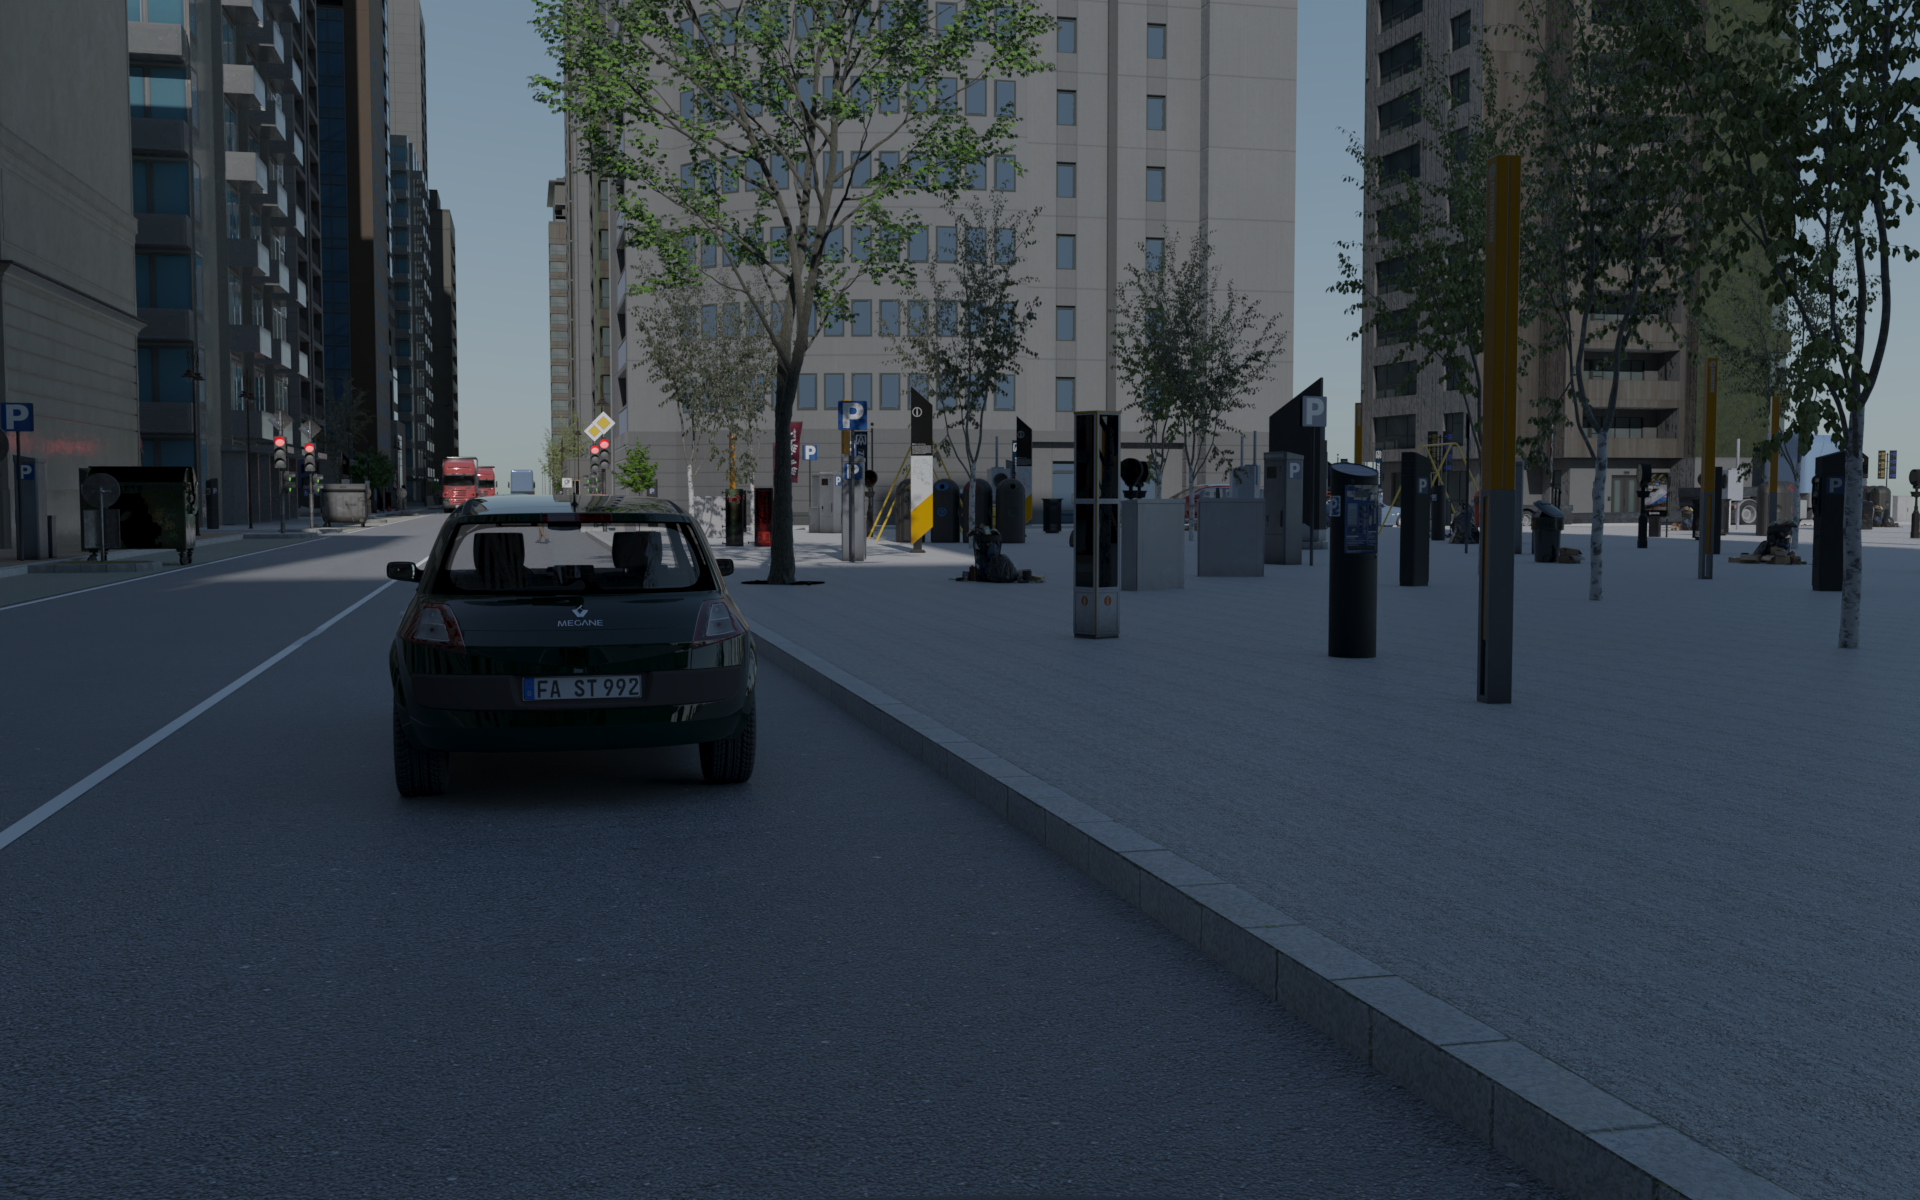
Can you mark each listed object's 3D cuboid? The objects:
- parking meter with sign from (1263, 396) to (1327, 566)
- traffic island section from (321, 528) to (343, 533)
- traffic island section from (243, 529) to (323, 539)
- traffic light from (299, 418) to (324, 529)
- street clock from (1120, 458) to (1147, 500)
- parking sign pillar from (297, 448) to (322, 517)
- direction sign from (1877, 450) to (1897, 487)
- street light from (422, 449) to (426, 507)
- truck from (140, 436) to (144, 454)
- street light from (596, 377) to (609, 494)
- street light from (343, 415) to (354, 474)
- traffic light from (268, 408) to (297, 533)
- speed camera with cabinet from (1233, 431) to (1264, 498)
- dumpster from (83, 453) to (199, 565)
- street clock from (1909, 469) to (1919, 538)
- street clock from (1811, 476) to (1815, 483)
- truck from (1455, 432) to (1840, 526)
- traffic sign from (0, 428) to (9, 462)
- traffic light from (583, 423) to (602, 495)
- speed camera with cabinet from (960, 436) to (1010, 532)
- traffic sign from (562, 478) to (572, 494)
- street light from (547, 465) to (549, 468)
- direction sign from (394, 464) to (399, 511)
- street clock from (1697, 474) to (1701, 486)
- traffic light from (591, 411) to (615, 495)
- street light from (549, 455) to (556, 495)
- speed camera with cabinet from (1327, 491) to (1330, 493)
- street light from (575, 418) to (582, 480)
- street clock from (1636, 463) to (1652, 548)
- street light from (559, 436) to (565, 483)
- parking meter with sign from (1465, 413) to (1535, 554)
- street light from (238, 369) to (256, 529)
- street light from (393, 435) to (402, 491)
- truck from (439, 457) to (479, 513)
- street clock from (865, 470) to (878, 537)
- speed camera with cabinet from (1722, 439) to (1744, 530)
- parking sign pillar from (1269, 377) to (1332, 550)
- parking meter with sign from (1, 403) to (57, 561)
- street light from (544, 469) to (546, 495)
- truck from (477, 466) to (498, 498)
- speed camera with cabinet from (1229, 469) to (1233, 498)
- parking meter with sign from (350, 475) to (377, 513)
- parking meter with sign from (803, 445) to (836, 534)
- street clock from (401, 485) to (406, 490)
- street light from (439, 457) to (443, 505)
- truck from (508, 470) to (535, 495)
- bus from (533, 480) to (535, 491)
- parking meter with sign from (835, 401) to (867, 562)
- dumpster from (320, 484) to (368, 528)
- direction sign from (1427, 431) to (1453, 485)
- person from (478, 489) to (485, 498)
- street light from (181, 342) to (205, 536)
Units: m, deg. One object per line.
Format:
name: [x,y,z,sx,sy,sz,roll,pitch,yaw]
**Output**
parking meter with sign: [5.909,-2.162,31.607,0.543,3.016,1.738,-2,4,-27]
traffic island section: [-24.054,-2.567,64.244,2.009,0.180,2.903,-1,4,-14]
traffic island section: [-22.106,-2.093,56.499,2.009,0.180,2.903,-1,4,-14]
traffic light: [-24.012,-4.599,64.119,0.839,4.253,0.868,-1,4,-14]
street clock: [3.424,-1.846,34.754,0.471,2.002,0.358,1,4,17]
parking sign pillar: [-37.018,-6.722,98.379,1.447,3.967,1.447,1,4,21]
direction sign: [47.896,-5.965,89.524,0.876,3.537,0.379,1,4,14]
street light: [-53.836,-12.320,174.218,0.468,5.910,1.993,-1,4,-14]
truck: [-32.502,-4.187,57.377,11.283,4.237,2.839,-1,4,-12]
street light: [-14.108,-5.842,68.307,0.468,5.910,1.993,-1,4,-14]
street light: [-34.887,-7.715,98.920,0.468,5.910,1.993,-1,4,-14]
traffic light: [-22.065,-4.126,56.374,0.839,4.253,0.868,-1,4,-14]
speed camera with cabinet: [9.311,-3.699,54.807,0.660,3.252,2.038,2,4,24]
dumpster: [-16.409,-1.822,34.735,1.985,2.255,1.502,-1,4,-15]
street clock: [27.672,-2.786,50.118,0.358,2.002,0.471,0,4,-2]
street clock: [32.515,-3.734,65.622,0.471,2.002,0.358,-1,4,-9]
truck: [29.866,-5.093,73.027,18.799,4.110,2.967,-1,4,-15]
traffic sign: [-17.493,-1.899,31.148,0.768,2.556,0.104,-1,4,-8]
traffic light: [-14.064,-4.753,66.628,0.839,4.253,0.868,-1,4,-14]
speed camera with cabinet: [0.661,-3.955,58.996,2.038,3.252,0.660,-1,4,-17]
traffic sign: [-25.147,-6.651,110.869,0.606,2.300,0.079,-1,4,-11]
street light: [-50.485,-14.719,213.444,0.468,5.910,1.993,-1,4,-14]
direction sign: [-42.654,-8.500,130.967,0.379,3.537,0.876,-2,4,-26]
street clock: [24.731,-3.236,57.484,0.471,2.002,0.358,0,4,8]
traffic light: [-12.116,-4.279,58.883,0.839,4.253,0.868,-1,4,-14]
street light: [-41.857,-12.582,178.508,0.468,5.910,1.993,-1,4,-14]
speed camera with cabinet: [23.353,-6.833,106.053,2.038,3.252,0.660,-2,4,-27]
street light: [-22.745,-7.979,103.240,0.468,5.910,1.993,-1,4,-14]
street clock: [16.159,-2.226,40.960,0.358,2.002,0.471,0,4,5]
street light: [-33.012,-10.449,143.626,0.468,5.910,1.993,-1,4,-14]
parking meter with sign: [11.725,-2.497,37.085,1.738,3.016,0.543,1,4,19]
street light: [-26.204,-5.568,63.823,0.468,5.910,1.993,-1,4,-14]
street light: [-44.823,-10.135,138.500,0.468,5.910,1.993,-1,4,-14]
truck: [-38.067,-8.754,132.040,2.839,4.237,11.283,-1,4,-15]
street clock: [-2.687,-2.870,51.498,0.471,2.002,0.358,0,4,3]
speed camera with cabinet: [27.731,-4.190,62.849,0.660,3.252,2.038,0,4,2]
parking sign pillar: [7.898,-3.183,40.517,1.447,3.967,1.447,2,4,35]
parking meter with sign: [-18.164,-2.302,33.896,0.543,3.016,1.738,-1,4,-13]
street light: [-53.179,-15.372,224.111,0.468,5.910,1.993,-1,4,-14]
truck: [-48.307,-11.387,175.083,2.839,4.237,11.283,-1,4,-16]
speed camera with cabinet: [10.284,-3.972,59.271,2.038,3.252,0.660,0,4,-3]
parking meter with sign: [-41.005,-7.508,119.019,1.738,3.016,0.543,-1,4,-18]
parking meter with sign: [-4.215,-3.685,56.509,1.738,3.016,0.543,3,4,37]
street clock: [-43.846,-8.071,136.524,0.358,2.002,0.471,-2,4,-31]
street light: [-62.580,-14.455,209.125,0.468,5.910,1.993,-1,4,-14]
truck: [-46.621,-11.938,184.941,2.967,4.110,18.799,-1,4,-15]
bus: [-67.919,-17.070,270.648,2.896,3.916,12.252,-1,4,-15]
parking meter with sign: [-2.024,-2.264,33.275,0.543,3.016,1.738,0,4,-1]
dumpster: [-26.027,-3.979,73.277,1.865,1.857,1.264,-1,4,-13]
direction sign: [17.268,-4.303,62.358,0.876,3.537,0.379,0,4,7]
person: [-34.077,-7.015,123.363,0.590,1.801,0.661,-1,4,-18]
street light: [-23.405,-4.906,52.996,0.468,5.910,1.993,-1,4,-14]
